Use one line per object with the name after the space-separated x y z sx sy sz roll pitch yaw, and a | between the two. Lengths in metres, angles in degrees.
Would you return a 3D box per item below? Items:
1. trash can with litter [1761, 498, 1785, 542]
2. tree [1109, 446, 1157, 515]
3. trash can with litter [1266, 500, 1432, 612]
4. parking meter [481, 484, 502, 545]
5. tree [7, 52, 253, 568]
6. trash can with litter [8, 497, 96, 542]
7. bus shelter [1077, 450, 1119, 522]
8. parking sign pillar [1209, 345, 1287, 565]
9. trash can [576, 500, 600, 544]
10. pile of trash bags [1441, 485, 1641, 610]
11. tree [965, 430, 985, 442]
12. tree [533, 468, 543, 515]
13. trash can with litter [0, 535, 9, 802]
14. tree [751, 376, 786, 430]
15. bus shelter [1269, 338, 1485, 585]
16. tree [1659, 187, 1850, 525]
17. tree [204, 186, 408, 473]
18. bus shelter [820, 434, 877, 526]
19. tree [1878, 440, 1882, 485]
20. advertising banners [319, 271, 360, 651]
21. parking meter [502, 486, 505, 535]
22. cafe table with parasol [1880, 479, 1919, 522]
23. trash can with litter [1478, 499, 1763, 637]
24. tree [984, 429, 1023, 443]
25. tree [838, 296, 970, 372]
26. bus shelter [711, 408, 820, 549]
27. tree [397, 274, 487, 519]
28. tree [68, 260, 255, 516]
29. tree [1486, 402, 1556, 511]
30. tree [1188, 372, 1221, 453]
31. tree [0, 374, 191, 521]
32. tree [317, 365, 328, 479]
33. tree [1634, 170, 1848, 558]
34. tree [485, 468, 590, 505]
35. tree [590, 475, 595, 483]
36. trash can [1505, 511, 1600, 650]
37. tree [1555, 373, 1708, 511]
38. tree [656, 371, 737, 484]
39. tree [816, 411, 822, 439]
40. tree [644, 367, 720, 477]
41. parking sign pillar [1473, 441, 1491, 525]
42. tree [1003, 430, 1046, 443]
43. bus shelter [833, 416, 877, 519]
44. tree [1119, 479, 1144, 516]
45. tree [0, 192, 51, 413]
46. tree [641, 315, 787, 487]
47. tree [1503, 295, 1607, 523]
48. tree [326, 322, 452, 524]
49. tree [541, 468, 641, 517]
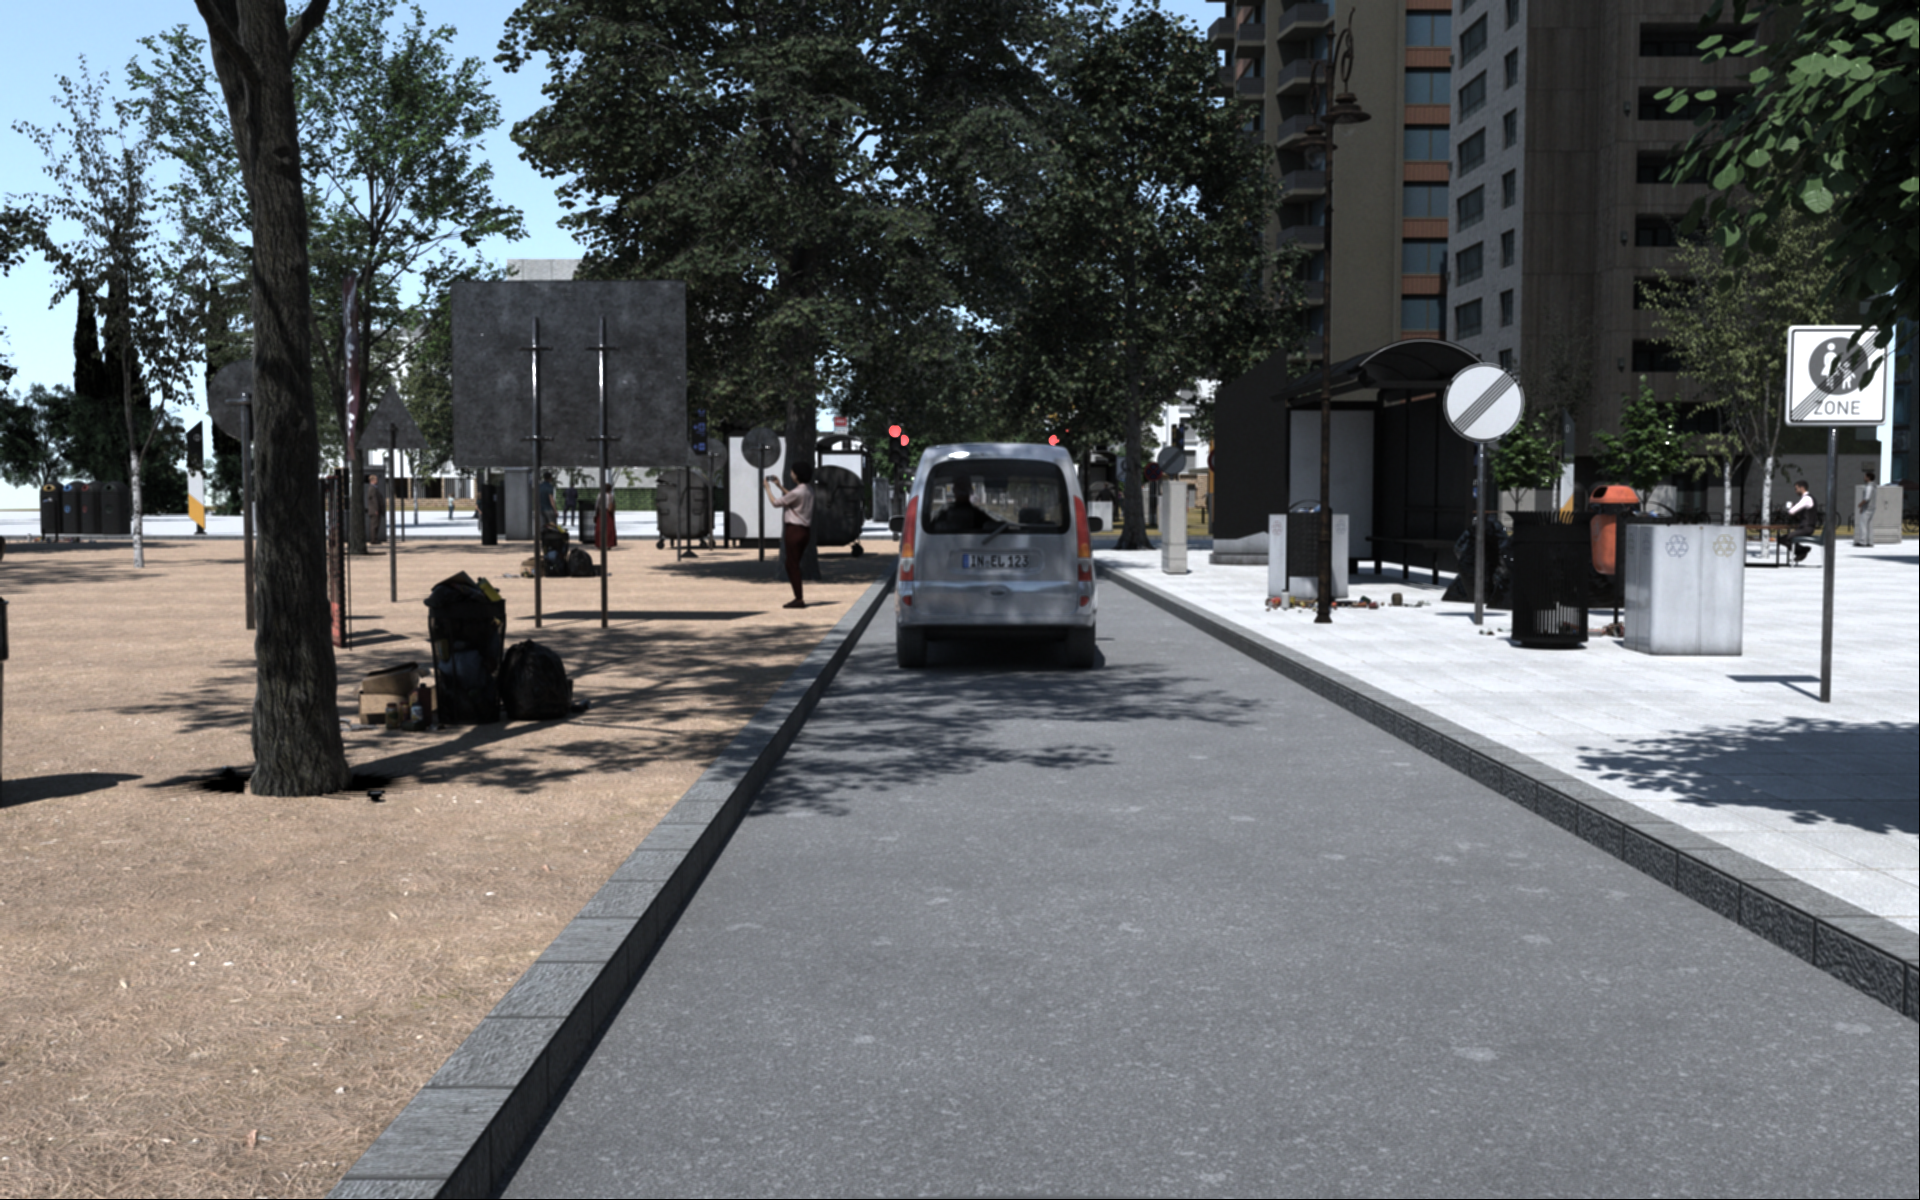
21.871 -2.208 47.159 1.678 1.210 2.233 0 4 1 | trash can with litter
10.440 -7.452 105.560 4.285 4.588 4.351 0 3 0 | tree
4.374 -0.527 19.667 2.233 1.210 1.678 -1 4 -8 | trash can with litter
-11.812 -2.143 43.445 0.372 1.533 0.369 0 3 0 | parking meter
-14.055 -4.865 29.903 4.360 8.622 3.978 0 3 0 | tree
-24.127 -2.152 46.250 2.233 1.210 1.678 2 4 23 | trash can with litter
6.613 -5.449 83.019 2.014 3.302 5.546 0 4 0 | bus shelter
5.301 -2.644 31.706 1.447 3.967 1.447 1 4 9 | parking sign pillar
-9.495 -2.012 44.548 0.748 1.137 0.748 0 3 0 | trash can
6.775 -0.593 19.456 1.912 1.369 3.447 0 4 -2 | pile of trash bags
3.159 -17.510 204.411 7.486 12.596 7.792 0 3 0 | tree
-26.179 -12.090 108.040 12.009 13.543 11.850 0 3 0 | tree
-4.356 0.260 7.131 1.055 1.170 0.624 3 5 42 | trash can with litter
-13.003 -9.592 107.197 4.360 8.622 3.978 0 3 0 | tree
6.002 -1.917 25.269 2.014 3.302 5.546 0 3 0 | bus shelter
18.662 -5.583 41.639 4.360 8.622 3.978 0 3 0 | tree
-24.190 -8.928 64.100 7.486 12.596 7.792 0 3 0 | tree
-4.049 -4.098 60.919 2.014 3.302 5.546 0 4 0 | bus shelter
55.387 -13.334 119.827 18.604 14.587 13.155 0 3 0 | tree
-5.253 -1.122 14.533 0.090 3.025 2.074 -2 4 -30 | advertising banners
-14.425 -2.807 54.306 0.372 1.533 0.369 0 3 0 | parking meter
41.924 -4.418 77.092 2.610 1.966 2.610 -3 4 -38 | cafe table with parasol
5.880 -0.300 15.963 2.233 1.210 1.678 0 4 4 | trash can with litter
4.108 -10.718 125.607 4.737 8.622 4.395 0 3 0 | tree
-5.182 -18.728 162.095 12.611 20.169 13.585 0 3 0 | tree
-4.782 -3.003 43.025 2.014 3.302 5.546 0 4 0 | bus shelter
-24.829 -10.561 89.672 9.611 12.733 9.660 0 3 0 | tree
-48.239 -12.421 104.907 18.604 14.587 13.155 2 4 32 | tree
10.428 -2.315 32.458 1.663 3.219 1.824 0 3 0 | tree
13.382 -8.224 84.832 4.360 8.622 3.978 0 3 0 | tree
-47.310 -7.341 82.937 20.602 7.101 11.467 -1 4 -16 | tree
-28.687 -7.741 76.930 4.737 8.622 4.395 0 3 0 | tree
16.059 -5.155 34.643 4.737 8.622 4.395 0 3 0 | tree
-24.010 -9.054 98.392 4.360 8.622 3.978 0 3 0 | tree
-29.417 -10.735 125.879 4.360 8.622 3.978 0 3 0 | tree
4.935 -0.172 14.472 0.748 1.137 0.748 0 3 0 | trash can
10.882 -2.034 27.851 1.663 3.219 1.824 0 3 0 | tree
-15.642 -9.138 99.770 4.360 8.622 3.978 0 3 0 | tree
-9.529 -8.522 89.693 4.737 8.622 4.395 0 3 0 | tree
-19.798 -12.582 123.834 7.486 12.596 7.792 0 3 0 | tree
17.219 -4.283 58.502 1.447 3.967 1.447 -1 4 -9 | parking sign pillar
3.402 -5.911 80.365 4.285 4.588 4.351 0 3 0 | tree
-5.419 -6.973 91.637 2.179 5.291 8.768 0 4 0 | bus shelter
9.765 -6.575 102.106 1.663 3.219 1.824 0 3 0 | tree
-24.322 -7.302 36.391 9.611 12.733 9.660 0 3 0 | tree
-9.829 -7.295 69.638 4.737 8.622 4.395 0 3 0 | tree
22.141 -6.994 64.712 4.360 8.622 3.978 0 3 0 | tree
-23.178 -7.500 72.994 4.737 8.622 4.395 0 3 0 | tree
-15.067 -7.589 74.439 4.737 8.622 4.395 0 3 0 | tree
